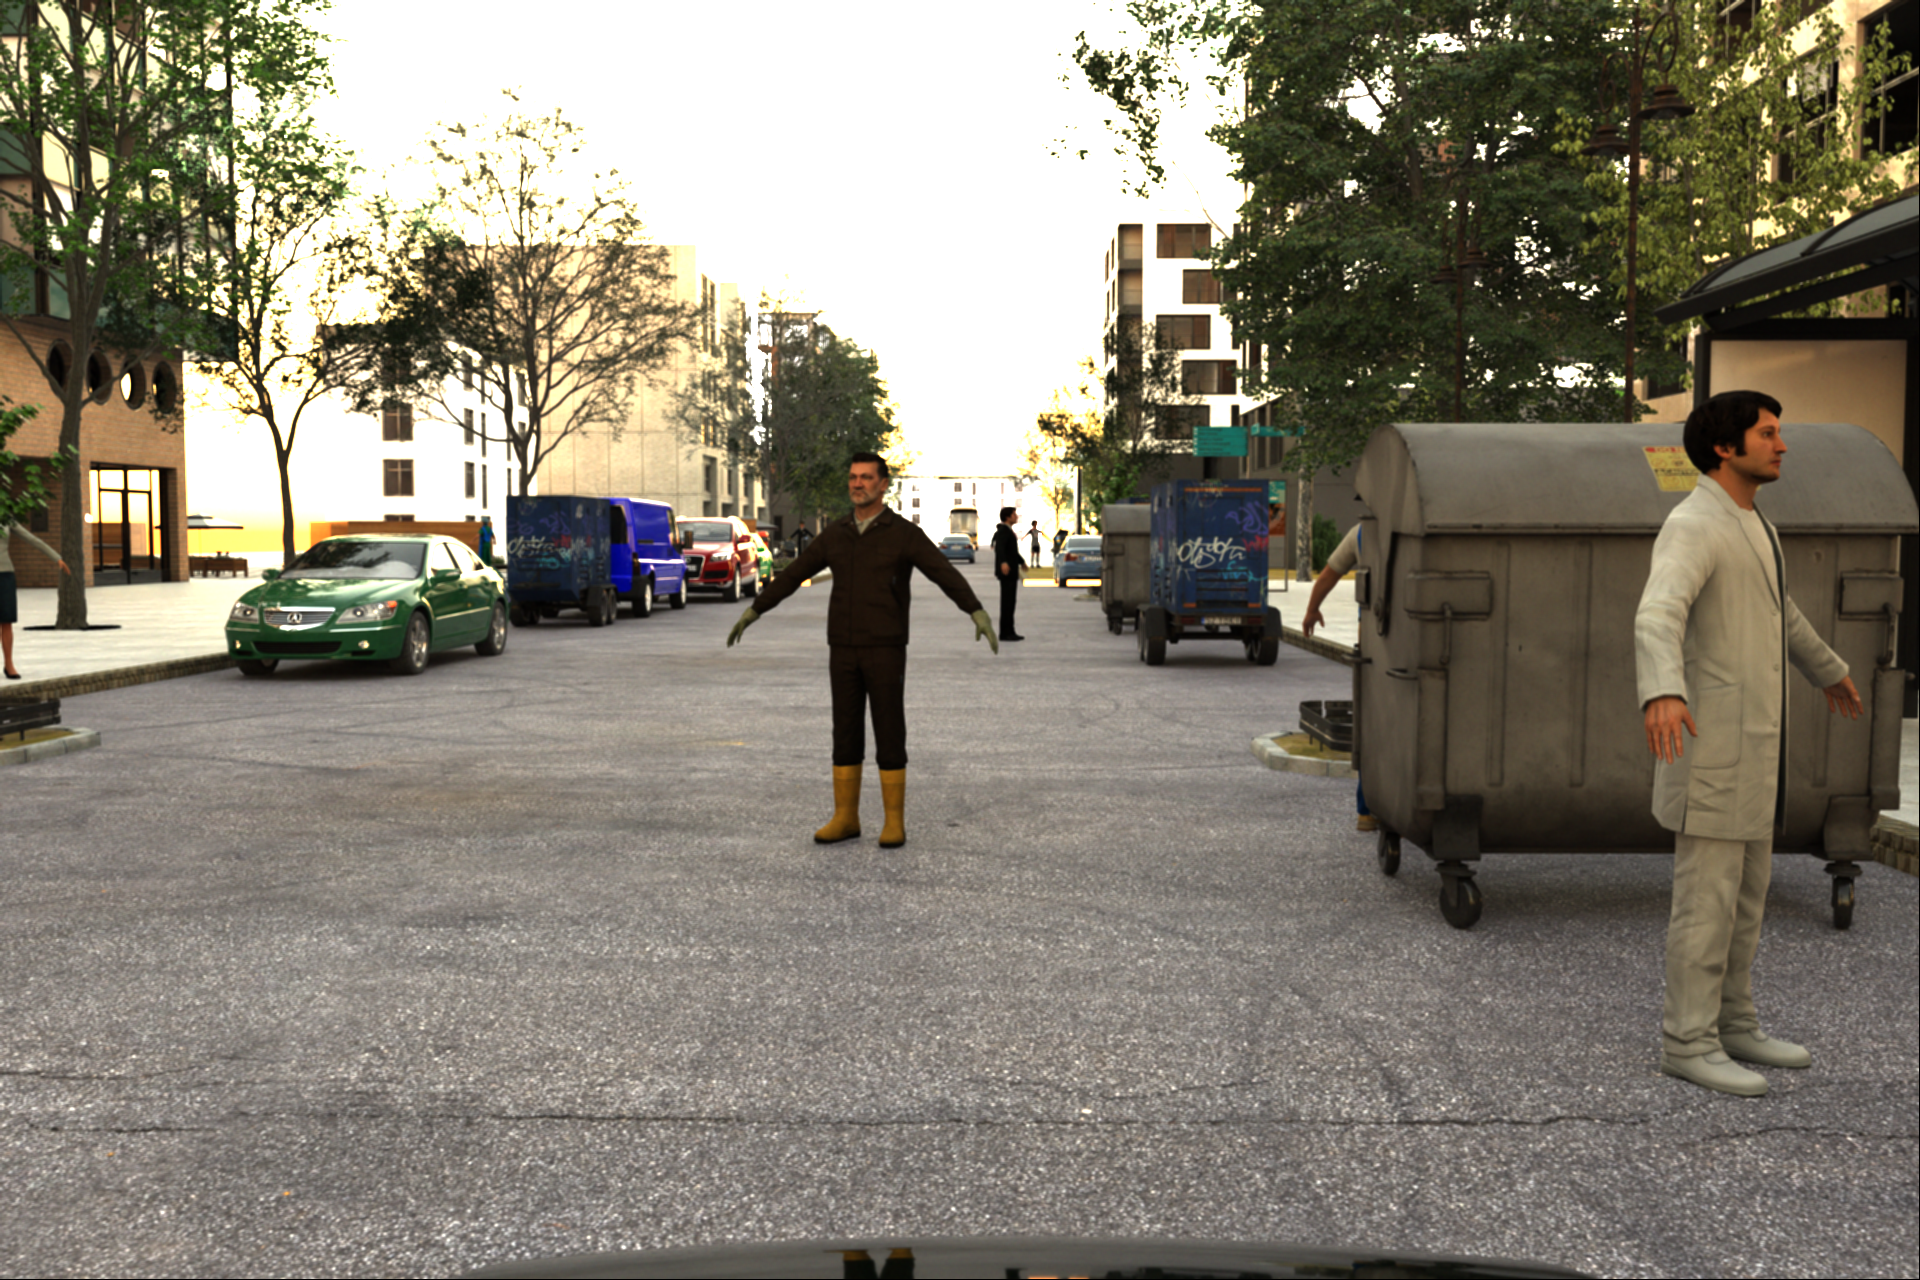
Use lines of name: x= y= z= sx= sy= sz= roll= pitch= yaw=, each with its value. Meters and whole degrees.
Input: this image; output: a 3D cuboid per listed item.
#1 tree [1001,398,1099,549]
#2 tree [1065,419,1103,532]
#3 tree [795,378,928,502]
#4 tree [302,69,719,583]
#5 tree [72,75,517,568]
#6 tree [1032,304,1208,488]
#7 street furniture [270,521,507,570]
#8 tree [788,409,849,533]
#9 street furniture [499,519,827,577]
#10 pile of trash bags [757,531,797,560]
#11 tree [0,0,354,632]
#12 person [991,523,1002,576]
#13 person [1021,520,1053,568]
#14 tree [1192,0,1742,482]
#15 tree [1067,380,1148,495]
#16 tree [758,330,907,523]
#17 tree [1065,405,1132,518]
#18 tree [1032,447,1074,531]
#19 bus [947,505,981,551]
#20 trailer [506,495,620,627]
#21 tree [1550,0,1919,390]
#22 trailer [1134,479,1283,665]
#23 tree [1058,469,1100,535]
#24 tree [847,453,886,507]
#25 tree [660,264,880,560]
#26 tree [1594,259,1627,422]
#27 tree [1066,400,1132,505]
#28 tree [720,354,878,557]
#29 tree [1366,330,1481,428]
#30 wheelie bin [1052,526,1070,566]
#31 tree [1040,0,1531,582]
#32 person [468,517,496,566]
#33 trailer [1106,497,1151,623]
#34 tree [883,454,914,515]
tree: x=8.625 y=-14.883 z=153.698 sx=12.009 sy=13.543 sz=11.850 roll=0 pitch=3 yaw=0
tree: x=7.629 y=-9.452 z=104.908 sx=4.360 sy=8.622 sz=3.978 roll=0 pitch=3 yaw=0
tree: x=-7.394 y=-13.454 z=130.345 sx=12.009 sy=13.543 sz=11.850 roll=0 pitch=3 yaw=0
tree: x=-11.500 y=-8.271 z=45.608 sx=12.009 sy=13.543 sz=11.850 roll=0 pitch=3 yaw=0
tree: x=-12.699 y=-6.018 z=32.810 sx=8.767 sy=10.594 sz=7.601 roll=-1 pitch=4 yaw=-15
tree: x=6.610 y=-8.379 z=71.405 sx=8.767 sy=10.594 sz=7.601 roll=2 pitch=4 yaw=27
street furniture: x=-20.704 y=-3.285 z=60.570 sx=9.812 sy=1.723 sz=11.010 roll=-3 pitch=4 yaw=-36
tree: x=-7.803 y=-8.990 z=97.343 sx=4.737 sy=8.622 sz=4.395 roll=0 pitch=3 yaw=0
street furniture: x=-7.851 y=-2.786 z=52.404 sx=9.812 sy=1.723 sz=11.010 roll=3 pitch=5 yaw=43
pile of trash bags: x=-6.673 y=-3.098 z=60.406 sx=1.912 sy=1.369 sz=3.447 roll=0 pitch=4 yaw=1
tree: x=-11.783 y=-5.944 z=22.936 sx=9.928 sy=11.665 sz=9.643 roll=0 pitch=3 yaw=0
person: x=1.352 y=-3.046 z=58.449 sx=0.705 sy=1.806 sz=1.347 roll=-2 pitch=4 yaw=-29
person: x=2.872 y=-3.640 z=65.660 sx=1.345 sy=1.843 sz=0.704 roll=-2 pitch=4 yaw=-24
tree: x=8.695 y=-7.575 z=30.509 sx=9.857 sy=13.997 sz=8.962 roll=0 pitch=3 yaw=0
tree: x=7.359 y=-8.037 z=81.759 sx=4.360 sy=8.622 sz=3.978 roll=0 pitch=3 yaw=0
tree: x=-8.091 y=-12.426 z=109.822 sx=9.857 sy=13.997 sz=8.962 roll=0 pitch=3 yaw=0
tree: x=7.732 y=-9.115 z=99.389 sx=4.360 sy=8.622 sz=3.978 roll=0 pitch=3 yaw=0
tree: x=7.898 y=-11.572 z=139.558 sx=4.360 sy=8.622 sz=3.978 roll=0 pitch=3 yaw=0
bus: x=0.412 y=-9.854 z=152.659 sx=2.896 sy=3.916 sz=12.252 roll=0 pitch=4 yaw=1
trailer: x=-6.216 y=-1.181 z=26.358 sx=1.471 sy=1.999 sz=3.904 roll=0 pitch=4 yaw=1
tree: x=8.702 y=-4.214 z=19.263 sx=4.737 sy=8.622 sz=4.395 roll=0 pitch=3 yaw=0
trailer: x=2.744 y=-0.789 z=19.944 sx=1.471 sy=1.999 sz=3.904 roll=0 pitch=4 yaw=0
tree: x=17.965 y=-20.700 z=245.102 sx=9.857 sy=13.997 sz=8.962 roll=0 pitch=3 yaw=0
tree: x=-7.666 y=-11.630 z=140.518 sx=4.737 sy=8.622 sz=4.395 roll=0 pitch=3 yaw=0
tree: x=-8.453 y=-10.273 z=78.330 sx=12.009 sy=13.543 sz=11.850 roll=0 pitch=3 yaw=0
tree: x=23.734 y=-7.856 z=54.209 sx=9.928 sy=11.665 sz=9.643 roll=0 pitch=3 yaw=0
tree: x=7.732 y=-8.723 z=92.978 sx=4.737 sy=8.622 sz=4.395 roll=0 pitch=3 yaw=0
tree: x=-8.493 y=-9.558 z=90.683 sx=8.767 sy=10.594 sz=7.601 roll=0 pitch=4 yaw=-1
tree: x=15.801 y=-6.598 z=58.243 sx=4.737 sy=8.622 sz=4.395 roll=0 pitch=3 yaw=0
wheelie bin: x=3.936 y=-3.643 z=67.473 sx=0.693 sy=1.594 sz=0.980 roll=0 pitch=4 yaw=0
tree: x=8.392 y=-11.560 z=44.901 sx=12.611 sy=20.169 sz=13.585 roll=0 pitch=3 yaw=0
person: x=-15.350 y=-3.044 z=55.902 sx=0.704 sy=1.817 sz=1.347 roll=1 pitch=4 yaw=22
trailer: x=3.102 y=-1.319 z=28.615 sx=1.471 sy=1.999 sz=3.904 roll=0 pitch=4 yaw=0
tree: x=-6.835 y=-12.448 z=153.886 sx=4.360 sy=8.622 sz=3.978 roll=0 pitch=3 yaw=0
